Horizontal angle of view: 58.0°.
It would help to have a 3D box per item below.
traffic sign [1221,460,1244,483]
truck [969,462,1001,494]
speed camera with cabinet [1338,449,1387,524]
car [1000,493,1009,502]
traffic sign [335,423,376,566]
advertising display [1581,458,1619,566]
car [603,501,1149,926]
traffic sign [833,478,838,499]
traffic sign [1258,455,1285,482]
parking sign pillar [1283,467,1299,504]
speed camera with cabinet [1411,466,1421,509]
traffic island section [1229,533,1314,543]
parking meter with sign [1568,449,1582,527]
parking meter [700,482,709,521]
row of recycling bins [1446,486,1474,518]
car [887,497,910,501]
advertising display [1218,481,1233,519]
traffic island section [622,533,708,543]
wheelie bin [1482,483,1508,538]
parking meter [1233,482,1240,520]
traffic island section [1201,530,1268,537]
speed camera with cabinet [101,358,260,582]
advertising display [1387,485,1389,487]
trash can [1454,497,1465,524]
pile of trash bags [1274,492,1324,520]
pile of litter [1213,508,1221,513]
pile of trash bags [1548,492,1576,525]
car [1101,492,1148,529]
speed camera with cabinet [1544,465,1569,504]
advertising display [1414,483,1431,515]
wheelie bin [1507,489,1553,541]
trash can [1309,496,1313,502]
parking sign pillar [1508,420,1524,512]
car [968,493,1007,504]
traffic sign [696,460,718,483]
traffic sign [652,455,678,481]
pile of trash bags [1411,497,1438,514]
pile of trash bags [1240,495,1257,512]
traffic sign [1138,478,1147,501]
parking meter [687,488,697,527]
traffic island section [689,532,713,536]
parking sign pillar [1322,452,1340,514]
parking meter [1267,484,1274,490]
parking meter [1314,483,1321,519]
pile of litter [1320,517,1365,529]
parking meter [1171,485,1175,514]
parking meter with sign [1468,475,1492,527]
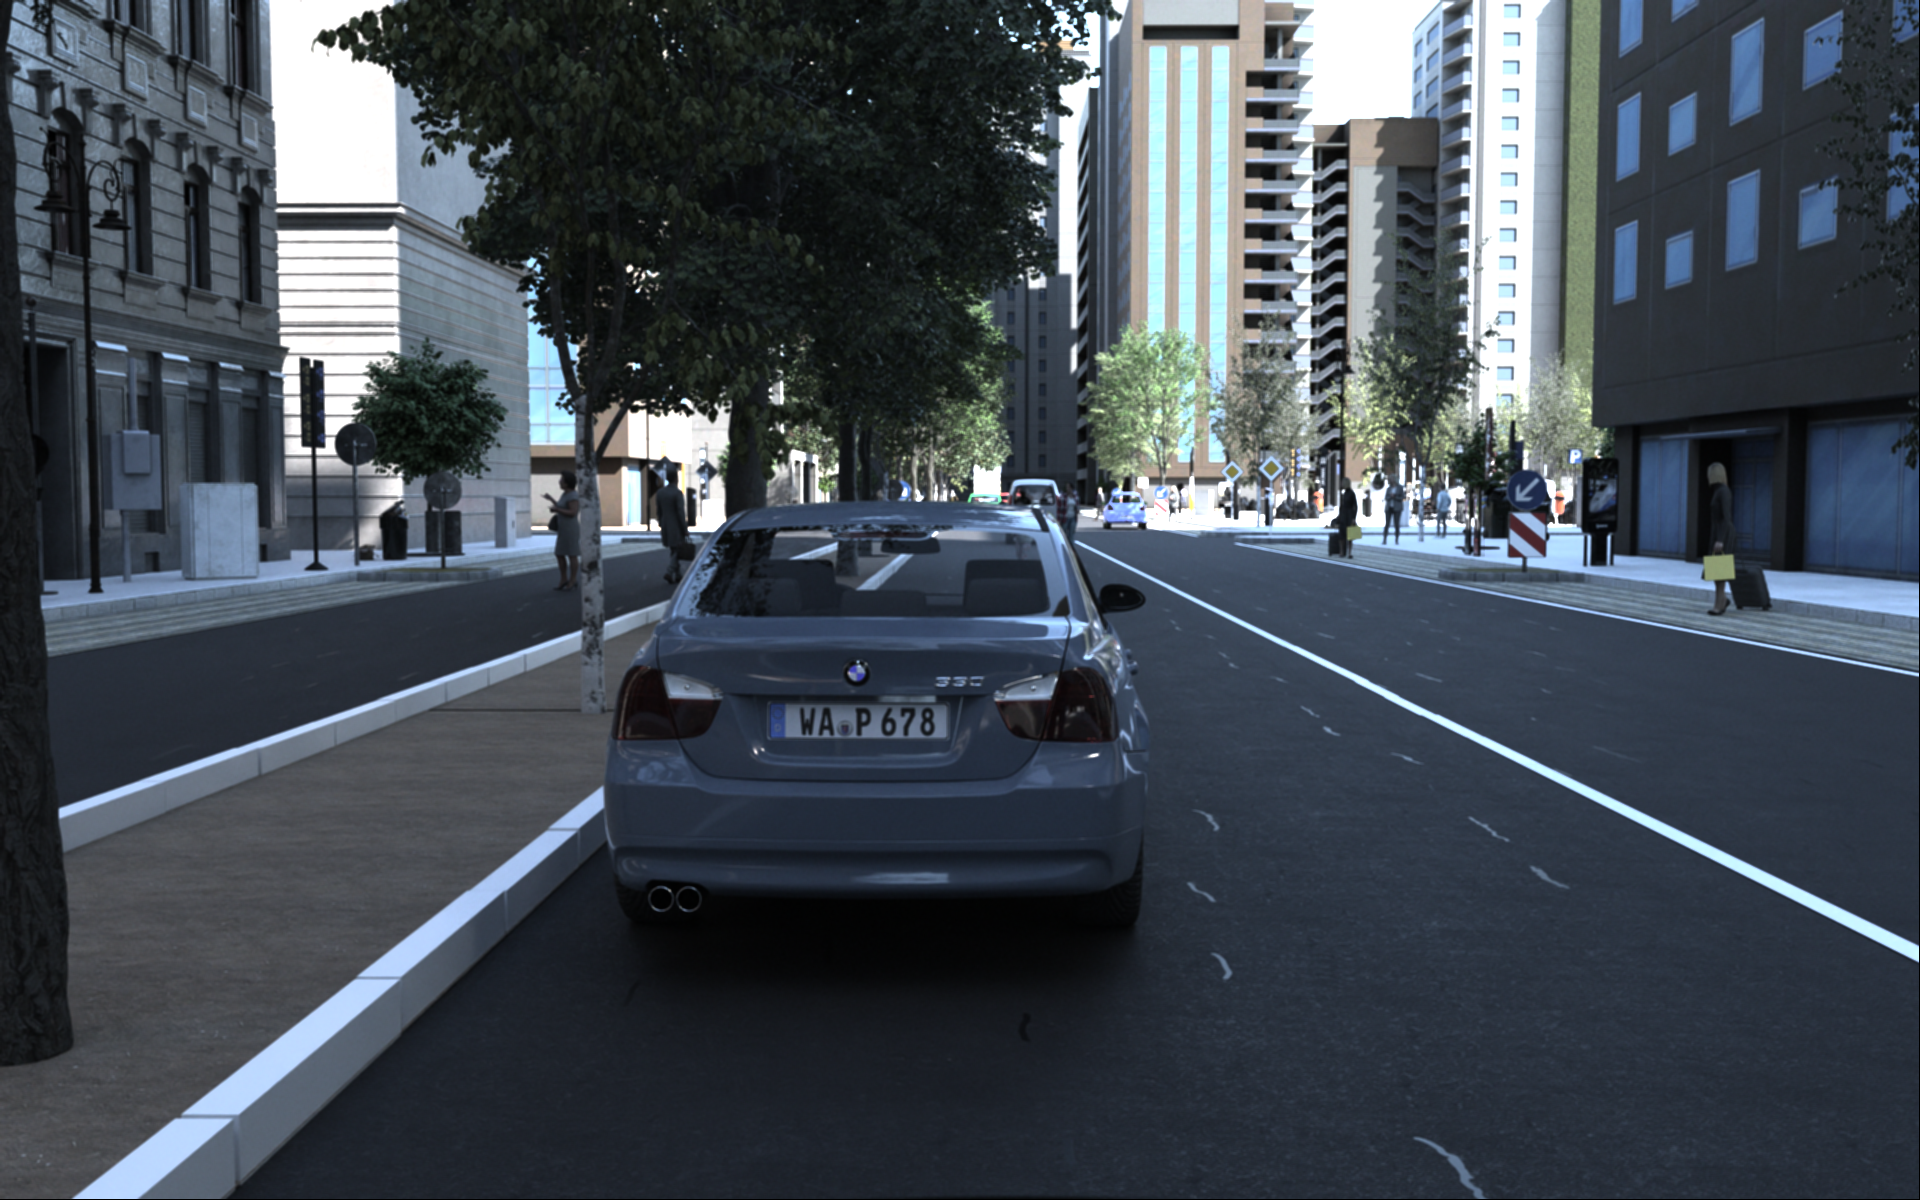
[{"bbox_3d":[9.409,-3.523,59.795,0.795,2.593,0.064,0,4,1],"label":"traffic sign"},{"bbox_3d":[2.298,-10.330,157.815,2.839,4.237,11.283,0,4,-1],"label":"truck"},{"bbox_3d":[17.489,-4.949,75.250,2.038,3.252,0.660,1,4,16],"label":"speed camera with cabinet"},{"bbox_3d":[2.616,-5.040,91.442,2.155,1.783,4.494,0,4,2],"label":"car"},{"bbox_3d":[-10.801,-1.887,30.951,0.768,2.556,0.104,0,4,5],"label":"traffic sign"},{"bbox_3d":[11.429,-1.573,30.937,0.974,1.923,0.123,-3,4,-38],"label":"advertising display"},{"bbox_3d":[-0.218,0.303,7.056,2.014,1.417,4.499,0,4,2],"label":"car"},{"bbox_3d":[-9.693,-8.220,134.499,0.768,2.556,0.104,1,4,9],"label":"traffic sign"},{"bbox_3d":[9.323,-3.035,51.811,0.795,2.593,0.064,0,4,1],"label":"traffic sign"},{"bbox_3d":[21.636,-7.632,113.247,1.447,3.967,1.447,3,5,42],"label":"parking sign pillar"},{"bbox_3d":[31.892,-7.790,121.694,0.660,3.252,2.038,0,4,-4],"label":"speed camera with cabinet"},{"bbox_3d":[9.347,-1.811,51.893,2.009,0.180,2.903,0,4,1],"label":"traffic island section"},{"bbox_3d":[23.993,-4.294,66.469,0.543,3.016,1.738,-1,4,-9],"label":"parking meter with sign"},{"bbox_3d":[-12.019,-4.640,81.572,0.399,1.863,0.255,0,4,5],"label":"parking meter"},{"bbox_3d":[27.668,-5.213,92.348,3.534,1.692,1.069,2,4,27],"label":"row of recycling bins"},{"bbox_3d":[-4.386,-7.109,125.822,1.945,1.707,3.694,0,4,-1],"label":"car"},{"bbox_3d":[13.714,-5.100,88.595,0.974,1.923,0.123,1,4,11],"label":"advertising display"},{"bbox_3d":[-8.893,-1.823,52.093,2.009,0.180,2.903,0,4,1],"label":"traffic island section"},{"bbox_3d":[15.591,-2.583,50.146,0.980,1.594,0.693,-1,4,-12],"label":"wheelie bin"},{"bbox_3d":[13.568,-4.849,84.997,0.255,1.863,0.399,2,4,25],"label":"parking meter"},{"bbox_3d":[9.433,-2.300,59.878,2.009,0.180,2.903,0,4,1],"label":"traffic island section"},{"bbox_3d":[-11.598,-1.923,25.783,2.038,3.252,0.660,-3,5,-40],"label":"speed camera with cabinet"},{"bbox_3d":[29.348,-6.919,118.334,0.974,1.923,0.123,0,4,-6],"label":"advertising display"},{"bbox_3d":[21.763,-3.870,74.935,0.748,1.137,0.748,0,3,0],"label":"trash can"},{"bbox_3d":[17.310,-4.739,87.234,1.912,1.369,3.447,3,5,40],"label":"pile of trash bags"},{"bbox_3d":[17.565,-6.501,120.258,1.176,0.858,1.719,0,4,-4],"label":"pile of litter"},{"bbox_3d":[25.011,-3.827,72.329,1.912,1.369,3.447,1,4,17],"label":"pile of trash bags"},{"bbox_3d":[6.816,-3.800,71.717,1.945,1.707,3.694,0,4,2],"label":"car"},{"bbox_3d":[39.842,-7.436,115.916,0.660,3.252,2.038,-2,4,-35],"label":"speed camera with cabinet"},{"bbox_3d":[26.787,-5.812,100.243,0.974,1.923,0.123,-1,4,-9],"label":"advertising display"},{"bbox_3d":[15.788,-2.434,47.708,0.980,1.594,0.693,-1,4,-13],"label":"wheelie bin"},{"bbox_3d":[25.359,-6.884,124.207,0.748,1.137,0.748,0,3,0],"label":"trash can"},{"bbox_3d":[20.516,-4.622,64.042,1.447,3.967,1.447,1,4,14],"label":"parking sign pillar"},{"bbox_3d":[1.087,-3.999,74.185,1.959,1.807,4.718,0,4,2],"label":"car"},{"bbox_3d":[-8.784,-3.536,60.011,0.795,2.593,0.064,0,4,1],"label":"traffic sign"},{"bbox_3d":[-8.870,-3.048,52.026,0.795,2.593,0.064,0,4,1],"label":"traffic sign"},{"bbox_3d":[30.488,-6.335,113.333,1.912,1.369,3.447,0,4,6],"label":"pile of trash bags"},{"bbox_3d":[21.220,-7.125,126.249,3.447,1.369,1.912,-1,4,-17],"label":"pile of trash bags"},{"bbox_3d":[11.591,-6.585,109.798,0.606,2.300,0.079,1,4,9],"label":"traffic sign"},{"bbox_3d":[-10.566,-3.655,68.162,0.372,1.533,0.369,0,3,0],"label":"parking meter"},{"bbox_3d":[-8.807,-2.312,60.078,2.009,0.180,2.903,0,4,1],"label":"traffic island section"},{"bbox_3d":[23.818,-7.525,111.507,1.447,3.967,1.447,-3,4,-36],"label":"parking sign pillar"},{"bbox_3d":[20.763,-6.751,116.091,0.399,1.863,0.255,1,4,17],"label":"parking meter"},{"bbox_3d":[18.471,-5.123,89.467,0.255,1.863,0.399,2,4,29],"label":"parking meter"},{"bbox_3d":[14.074,-3.016,63.273,1.719,0.858,1.176,3,4,36],"label":"pile of litter"},{"bbox_3d":[13.990,-6.599,113.604,0.255,1.863,0.399,1,4,12],"label":"parking meter"},{"bbox_3d":[20.709,-4.364,67.614,1.738,3.016,0.543,0,4,1],"label":"parking meter with sign"}]
